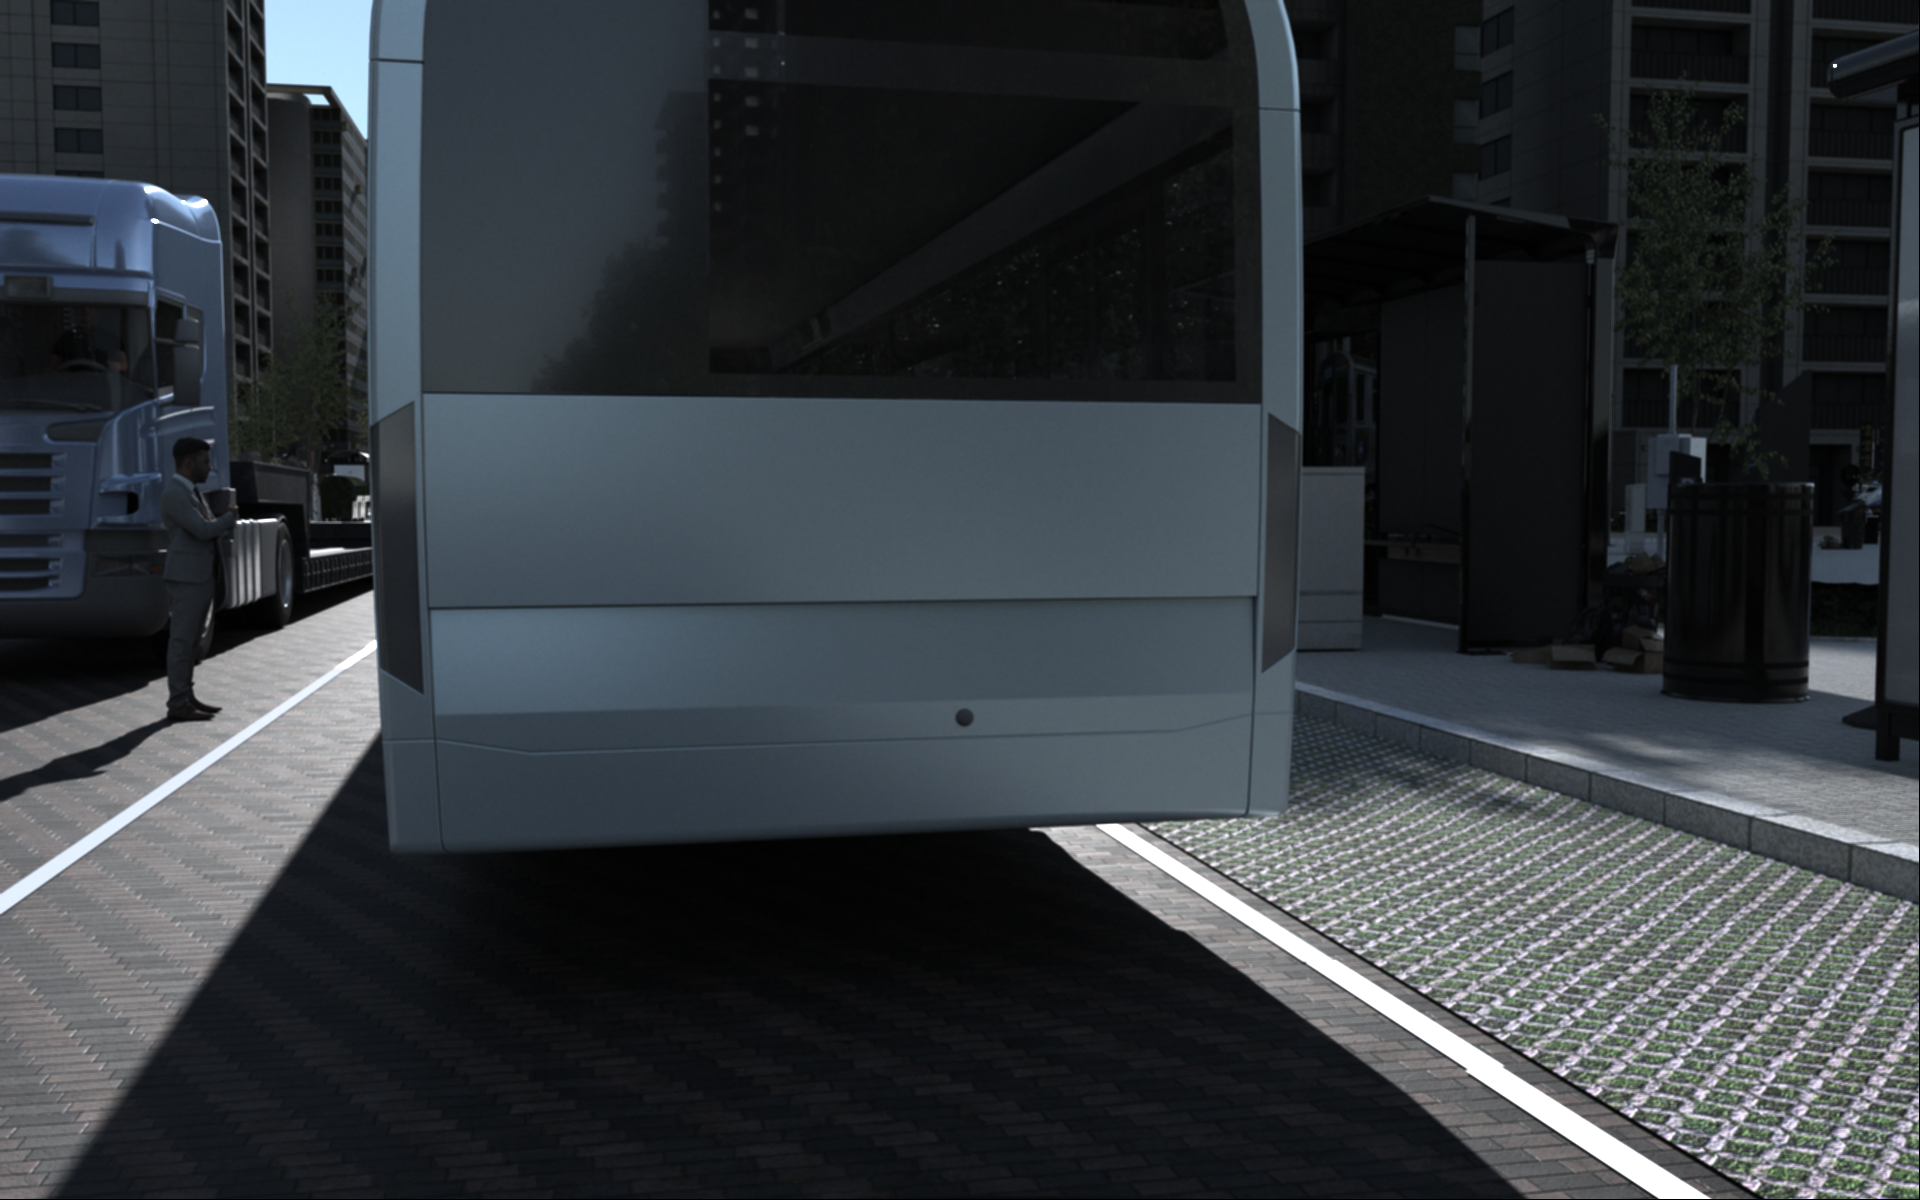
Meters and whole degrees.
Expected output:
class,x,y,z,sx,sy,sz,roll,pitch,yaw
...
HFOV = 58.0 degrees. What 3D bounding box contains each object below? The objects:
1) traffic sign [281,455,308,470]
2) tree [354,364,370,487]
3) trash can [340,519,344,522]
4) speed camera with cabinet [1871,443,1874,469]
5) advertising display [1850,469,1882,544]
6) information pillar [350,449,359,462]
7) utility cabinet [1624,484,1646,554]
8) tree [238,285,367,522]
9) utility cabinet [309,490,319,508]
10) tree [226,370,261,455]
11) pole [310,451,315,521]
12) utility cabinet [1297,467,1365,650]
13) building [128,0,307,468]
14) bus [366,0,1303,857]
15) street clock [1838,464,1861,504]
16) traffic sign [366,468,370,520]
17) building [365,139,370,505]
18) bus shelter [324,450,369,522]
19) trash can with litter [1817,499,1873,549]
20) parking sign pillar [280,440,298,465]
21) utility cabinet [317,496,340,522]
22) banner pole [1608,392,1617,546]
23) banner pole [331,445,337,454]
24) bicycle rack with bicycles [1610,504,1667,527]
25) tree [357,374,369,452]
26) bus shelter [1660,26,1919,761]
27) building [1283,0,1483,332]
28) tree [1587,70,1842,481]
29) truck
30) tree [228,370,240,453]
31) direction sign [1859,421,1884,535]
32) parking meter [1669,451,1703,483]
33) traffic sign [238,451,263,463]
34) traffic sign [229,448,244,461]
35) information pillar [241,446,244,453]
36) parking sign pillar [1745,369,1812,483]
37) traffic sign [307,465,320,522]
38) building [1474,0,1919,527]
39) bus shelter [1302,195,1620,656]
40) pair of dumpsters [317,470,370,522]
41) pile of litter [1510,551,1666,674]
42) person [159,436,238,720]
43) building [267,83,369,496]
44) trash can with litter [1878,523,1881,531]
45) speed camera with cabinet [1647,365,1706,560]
class,x,y,z,sx,sy,sz,roll,pitch,yaw
traffic sign,-16.983,-2.475,44.101,0.795,2.450,0.064,-1,4,-12
tree,-30.450,-8.705,92.684,4.360,8.622,3.978,0,3,0
trash can,-27.310,-3.926,75.844,0.748,1.137,0.748,0,3,0
speed camera with cabinet,35.794,-4.426,66.706,2.038,3.252,0.660,1,4,12
advertising display,23.389,-2.401,44.474,0.974,1.923,0.123,1,4,16
information pillar,-31.095,-5.973,89.017,0.183,3.616,0.504,3,5,42
utility cabinet,14.344,-1.722,36.840,0.318,1.500,1.173,1,4,16
tree,-22.864,-6.771,61.067,4.737,8.622,4.395,0,3,0
utility cabinet,-33.221,-4.856,88.066,1.173,1.500,0.318,-2,4,-31
tree,-44.225,-9.396,103.994,4.360,8.622,3.978,0,3,0
pole,-30.931,-5.443,82.830,0.158,3.312,0.155,0,3,0
utility cabinet,2.677,-0.333,14.131,1.173,1.500,0.318,-1,4,-9
building,-58.139,-41.800,121.684,20.563,71.187,20.611,-1,4,-12
bus,-1.784,-0.994,11.111,2.948,3.499,13.247,-1,4,-13
street clock,21.760,-2.315,42.416,0.471,2.002,0.358,1,4,17
traffic sign,-29.578,-5.283,86.383,0.884,2.594,0.081,0,4,-3
building,-76.125,-34.332,215.952,28.867,44.769,22.147,-1,4,-12
bus shelter,-28.616,-5.388,82.016,2.014,3.302,5.546,-1,4,-12
trash can with litter,20.528,-1.761,40.187,1.055,1.170,0.624,-1,4,-9
parking sign pillar,-32.661,-5.866,84.377,1.447,3.967,1.447,0,4,-2
utility cabinet,-27.138,-3.860,74.266,0.306,1.237,1.020,3,5,42
banner pole,16.088,-3.230,42.831,0.401,3.779,0.863,1,4,23
banner pole,-31.988,-6.047,88.891,0.863,3.779,0.401,1,4,16
bicycle rack with bicycles,24.199,-2.975,62.018,2.852,0.926,2.925,-1,4,-10
tree,-34.318,-11.903,111.623,9.611,12.733,9.660,0,3,0
bus shelter,5.509,-1.794,6.964,2.179,5.291,8.768,-1,4,-12
building,10.076,-17.999,65.992,14.107,30.474,14.160,-1,4,-12
tree,12.861,-4.894,30.378,4.737,8.622,4.395,0,3,0
truck,-9.015,-1.923,21.202,2.967,4.110,18.799,-1,4,-12
tree,-39.467,-9.017,97.785,4.737,8.622,4.395,0,3,0
direction sign,28.521,-3.793,54.017,0.876,3.537,0.379,2,4,30
parking meter,9.858,-1.091,23.552,0.399,1.863,0.255,0,4,8
traffic sign,-20.949,-3.116,51.057,0.768,2.556,0.104,-1,4,-12
traffic sign,-15.323,-1.997,36.290,0.795,2.450,0.064,-1,4,-12
information pillar,-34.846,-5.681,84.235,0.183,3.616,0.504,-2,4,-30
parking sign pillar,17.677,-2.996,37.462,1.447,3.967,1.447,-1,4,-15
traffic sign,-25.737,-4.126,68.642,0.795,2.450,0.064,0,4,-8
building,33.635,-38.998,75.875,20.611,71.187,20.563,-1,4,-12
bus shelter,3.888,-1.564,16.851,1.731,3.624,6.357,-1,4,-12
pair of dumpsters,-24.285,-4.021,68.230,1.574,2.255,4.437,-1,4,-12
pile of litter,4.856,0.071,12.798,1.176,0.858,1.719,-1,4,-19
person,-4.873,-0.149,11.121,0.466,1.800,0.511,-2,4,-25
building,-67.649,-28.640,160.145,23.993,40.220,32.217,-1,4,-12
trash can with litter,32.179,-2.979,60.100,1.055,1.170,0.624,1,4,18
speed camera with cabinet,11.550,-1.954,26.287,0.660,3.252,2.038,-3,5,-42
